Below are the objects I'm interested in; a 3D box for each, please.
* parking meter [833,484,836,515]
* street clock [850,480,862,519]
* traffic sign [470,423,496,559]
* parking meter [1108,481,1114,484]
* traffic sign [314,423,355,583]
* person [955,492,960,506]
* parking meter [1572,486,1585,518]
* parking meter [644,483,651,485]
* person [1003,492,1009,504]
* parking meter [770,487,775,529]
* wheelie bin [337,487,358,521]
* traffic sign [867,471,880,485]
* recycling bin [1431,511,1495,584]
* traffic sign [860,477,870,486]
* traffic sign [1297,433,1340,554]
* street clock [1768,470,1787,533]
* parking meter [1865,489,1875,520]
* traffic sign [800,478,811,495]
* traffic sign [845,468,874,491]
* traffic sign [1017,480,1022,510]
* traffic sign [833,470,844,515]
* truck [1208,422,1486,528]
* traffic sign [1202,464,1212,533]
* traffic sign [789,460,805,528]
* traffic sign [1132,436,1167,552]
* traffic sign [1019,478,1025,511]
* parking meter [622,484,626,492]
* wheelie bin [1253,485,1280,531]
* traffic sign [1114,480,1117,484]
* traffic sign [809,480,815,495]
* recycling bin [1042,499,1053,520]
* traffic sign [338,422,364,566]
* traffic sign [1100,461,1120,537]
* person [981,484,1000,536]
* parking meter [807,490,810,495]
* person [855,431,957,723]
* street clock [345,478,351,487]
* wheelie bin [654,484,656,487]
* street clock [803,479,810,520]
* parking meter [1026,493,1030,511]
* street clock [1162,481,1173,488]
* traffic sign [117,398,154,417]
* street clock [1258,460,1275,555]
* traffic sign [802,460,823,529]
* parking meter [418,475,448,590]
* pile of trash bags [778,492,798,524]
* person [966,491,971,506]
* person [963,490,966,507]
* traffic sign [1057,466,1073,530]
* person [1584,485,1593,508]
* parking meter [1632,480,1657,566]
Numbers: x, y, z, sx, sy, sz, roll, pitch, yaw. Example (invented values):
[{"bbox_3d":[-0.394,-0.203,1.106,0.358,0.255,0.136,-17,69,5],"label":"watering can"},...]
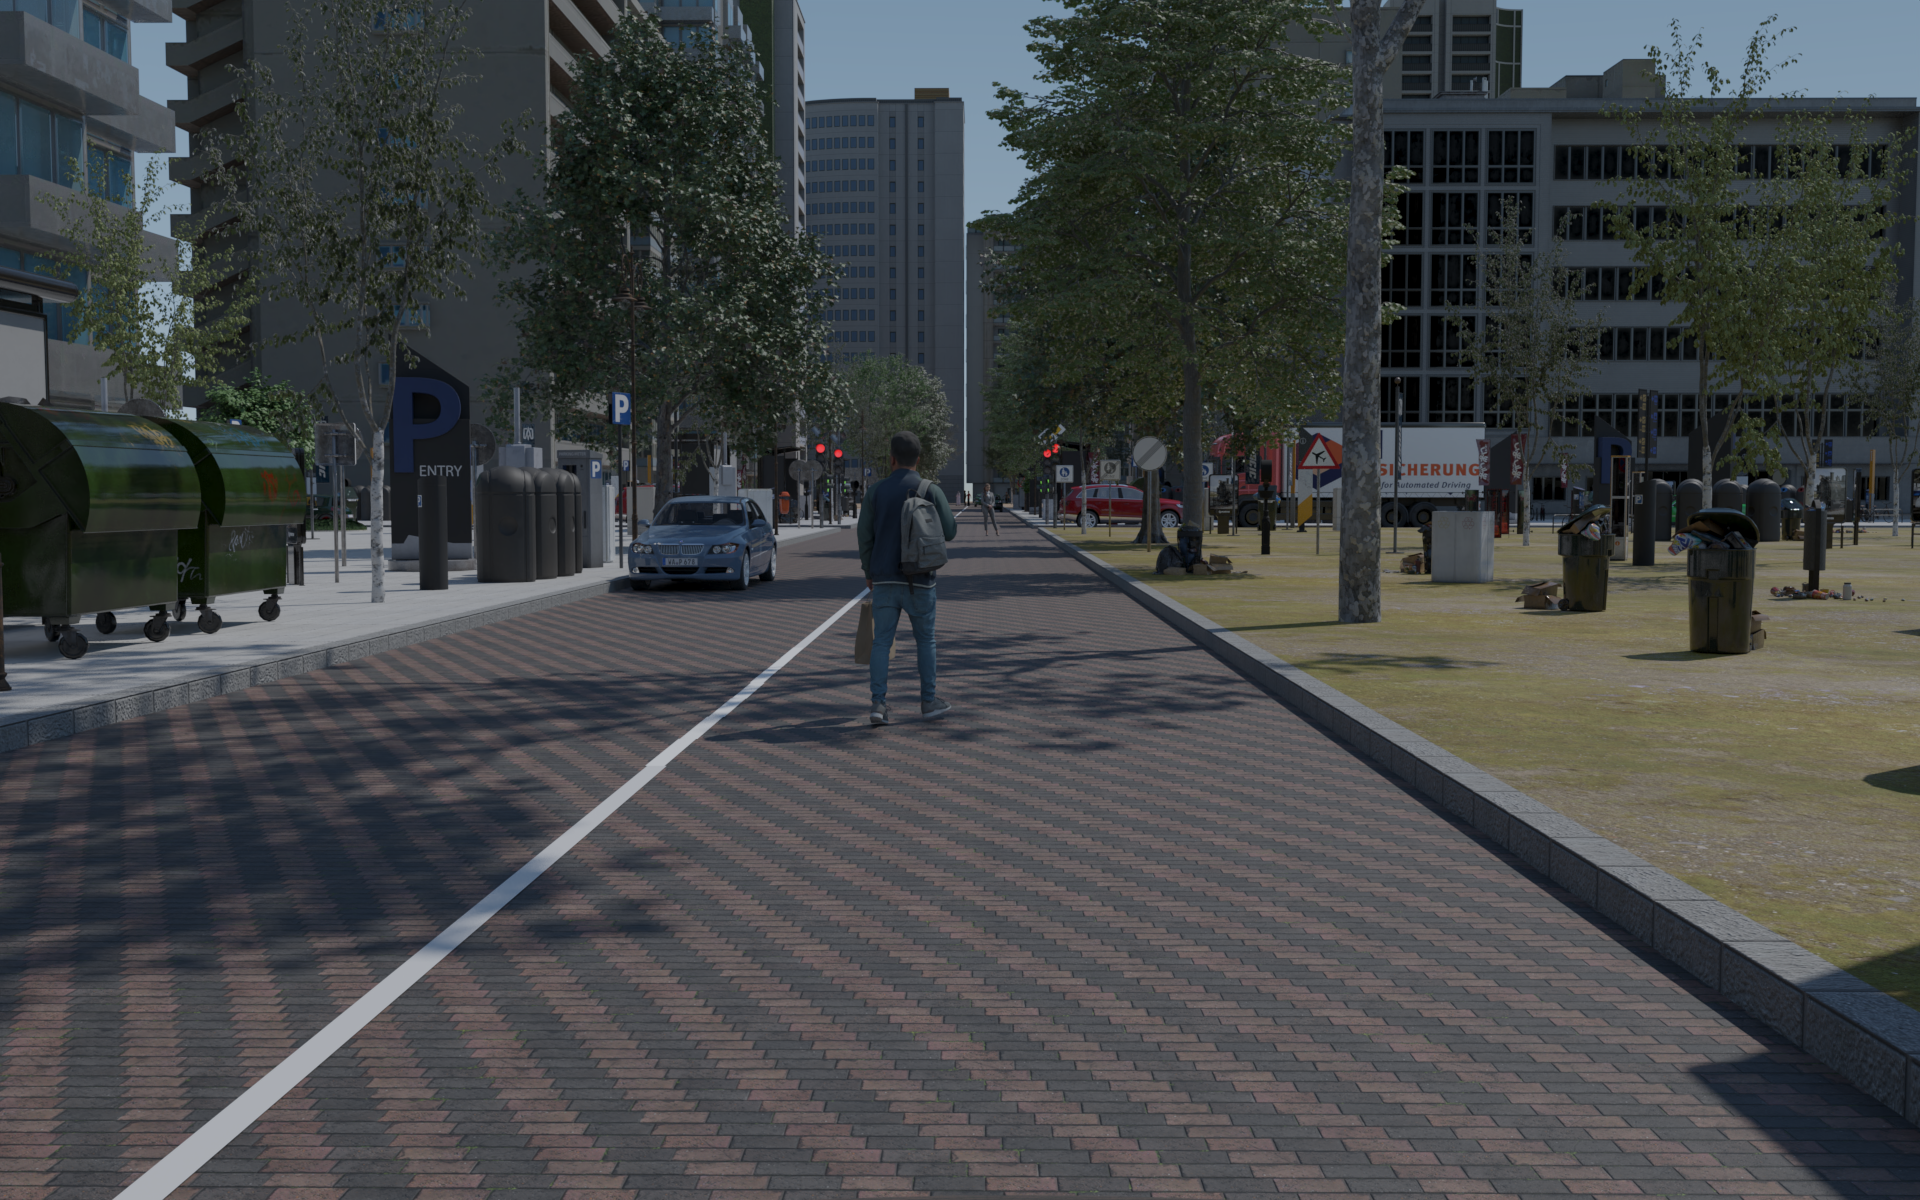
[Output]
[{"bbox_3d":[-7.379,-5.838,101.170,0.255,1.863,0.399,-3,4,-37],"label":"parking meter"},{"bbox_3d":[-5.504,-5.264,90.639,0.358,2.002,0.471,3,4,37],"label":"street clock"},{"bbox_3d":[-8.748,-1.905,31.246,0.768,2.556,0.104,0,4,1],"label":"traffic sign"},{"bbox_3d":[6.827,-4.447,78.424,0.255,1.863,0.399,0,4,2],"label":"parking meter"},{"bbox_3d":[-9.016,-1.399,25.004,0.606,2.300,0.079,0,4,6],"label":"traffic sign"},{"bbox_3d":[-0.214,-12.394,211.805,0.621,1.740,0.551,3,5,40],"label":"person"},{"bbox_3d":[20.516,-2.999,57.442,0.372,1.533,0.369,0,3,0],"label":"parking meter"},{"bbox_3d":[-16.006,-5.089,88.911,0.255,1.863,0.399,-2,4,-32],"label":"parking meter"},{"bbox_3d":[6.059,-13.407,228.416,0.721,1.735,1.217,-3,5,-44],"label":"person"},{"bbox_3d":[-6.984,-3.399,63.988,0.372,1.533,0.369,0,3,0],"label":"parking meter"},{"bbox_3d":[-26.732,-4.133,75.480,0.693,1.594,0.980,2,4,29],"label":"wheelie bin"},{"bbox_3d":[-4.906,-6.063,99.137,0.884,2.594,0.081,1,4,10],"label":"traffic sign"},{"bbox_3d":[7.333,-0.777,25.254,0.722,1.027,0.722,2,4,33],"label":"recycling bin"},{"bbox_3d":[-7.000,-7.815,127.880,0.768,2.556,0.104,0,4,3],"label":"traffic sign"},{"bbox_3d":[7.595,-2.245,36.709,0.884,2.594,0.081,1,4,9],"label":"traffic sign"},{"bbox_3d":[24.121,-2.850,51.160,0.471,2.002,0.358,-1,4,-9],"label":"street clock"},{"bbox_3d":[43.917,-4.599,83.602,0.372,1.533,0.369,0,3,0],"label":"parking meter"},{"bbox_3d":[-8.670,-5.886,96.335,0.768,2.556,0.104,0,4,7],"label":"traffic sign"},{"bbox_3d":[-7.788,-8.544,133.570,2.265,3.308,0.079,0,4,2],"label":"traffic sign"},{"bbox_3d":[5.057,-8.640,141.363,0.768,2.556,0.104,0,4,4],"label":"traffic sign"},{"bbox_3d":[-6.351,-5.444,89.109,0.768,2.556,0.104,0,4,5],"label":"traffic sign"},{"bbox_3d":[14.894,-4.890,68.857,11.283,4.237,2.839,0,4,0],"label":"truck"},{"bbox_3d":[7.983,-3.346,56.837,0.606,2.300,0.079,1,4,10],"label":"traffic sign"},{"bbox_3d":[-6.023,-3.953,64.739,0.768,2.556,0.104,0,4,5],"label":"traffic sign"},{"bbox_3d":[4.182,-2.332,38.240,0.768,2.556,0.104,1,4,9],"label":"traffic sign"},{"bbox_3d":[4.816,-7.878,128.814,0.884,2.594,0.081,0,4,8],"label":"traffic sign"},{"bbox_3d":[-19.599,-5.859,101.506,0.255,1.863,0.399,1,4,19],"label":"parking meter"},{"bbox_3d":[10.730,-3.223,60.599,0.980,1.594,0.693,1,4,16],"label":"wheelie bin"},{"bbox_3d":[9.323,-6.547,107.154,0.768,2.556,0.104,1,4,10],"label":"traffic sign"},{"bbox_3d":[-8.542,-5.906,98.684,0.606,2.300,0.079,0,4,2],"label":"traffic sign"},{"bbox_3d":[4.432,-4.460,85.471,0.722,1.027,0.722,0,4,-3],"label":"recycling bin"},{"bbox_3d":[-10.927,-1.868,30.652,0.768,2.556,0.104,0,4,5],"label":"traffic sign"},{"bbox_3d":[4.493,-3.043,51.875,0.606,2.300,0.079,1,4,9],"label":"traffic sign"},{"bbox_3d":[1.031,-3.080,59.135,0.520,1.790,0.573,-3,5,-39],"label":"person"},{"bbox_3d":[-8.906,-5.735,102.175,0.372,1.533,0.369,0,3,0],"label":"parking meter"},{"bbox_3d":[-0.392,-0.144,10.844,0.794,1.824,0.713,2,4,25],"label":"person"},{"bbox_3d":[-28.465,-4.631,80.280,0.471,2.002,0.358,1,4,15],"label":"street clock"},{"bbox_3d":[-9.569,-2.880,54.995,0.693,1.594,0.980,-2,4,-30],"label":"wheelie bin"},{"bbox_3d":[-7.513,-4.904,84.757,0.358,2.002,0.471,0,4,-2],"label":"street clock"},{"bbox_3d":[5.075,-7.578,129.611,0.255,1.863,0.399,0,4,7],"label":"parking meter"},{"bbox_3d":[11.646,-5.695,97.677,0.471,2.002,0.358,-2,4,-27],"label":"street clock"},{"bbox_3d":[-10.890,-1.402,23.031,0.768,2.556,0.104,0,4,7],"label":"traffic sign"},{"bbox_3d":[6.479,-1.963,36.661,0.358,2.002,0.471,1,4,8],"label":"street clock"},{"bbox_3d":[-5.484,-3.925,64.278,0.768,2.556,0.104,0,4,6],"label":"traffic sign"},{"bbox_3d":[-7.064,-0.905,23.216,0.372,1.533,0.369,0,3,0],"label":"parking meter"},{"bbox_3d":[-7.858,-3.966,74.603,1.912,1.369,3.447,-1,4,-19],"label":"pile of trash bags"},{"bbox_3d":[0.963,-11.769,200.856,0.705,1.831,1.348,-2,4,-35],"label":"person"},{"bbox_3d":[0.528,-11.616,198.058,0.705,1.869,1.348,0,4,1],"label":"person"},{"bbox_3d":[3.719,-3.642,61.680,0.606,2.300,0.079,0,4,1],"label":"traffic sign"},{"bbox_3d":[24.548,-3.579,67.008,0.794,1.824,0.713,-3,4,-38],"label":"person"},{"bbox_3d":[12.259,-1.383,31.021,0.372,1.533,0.369,0,3,0],"label":"parking meter"}]
